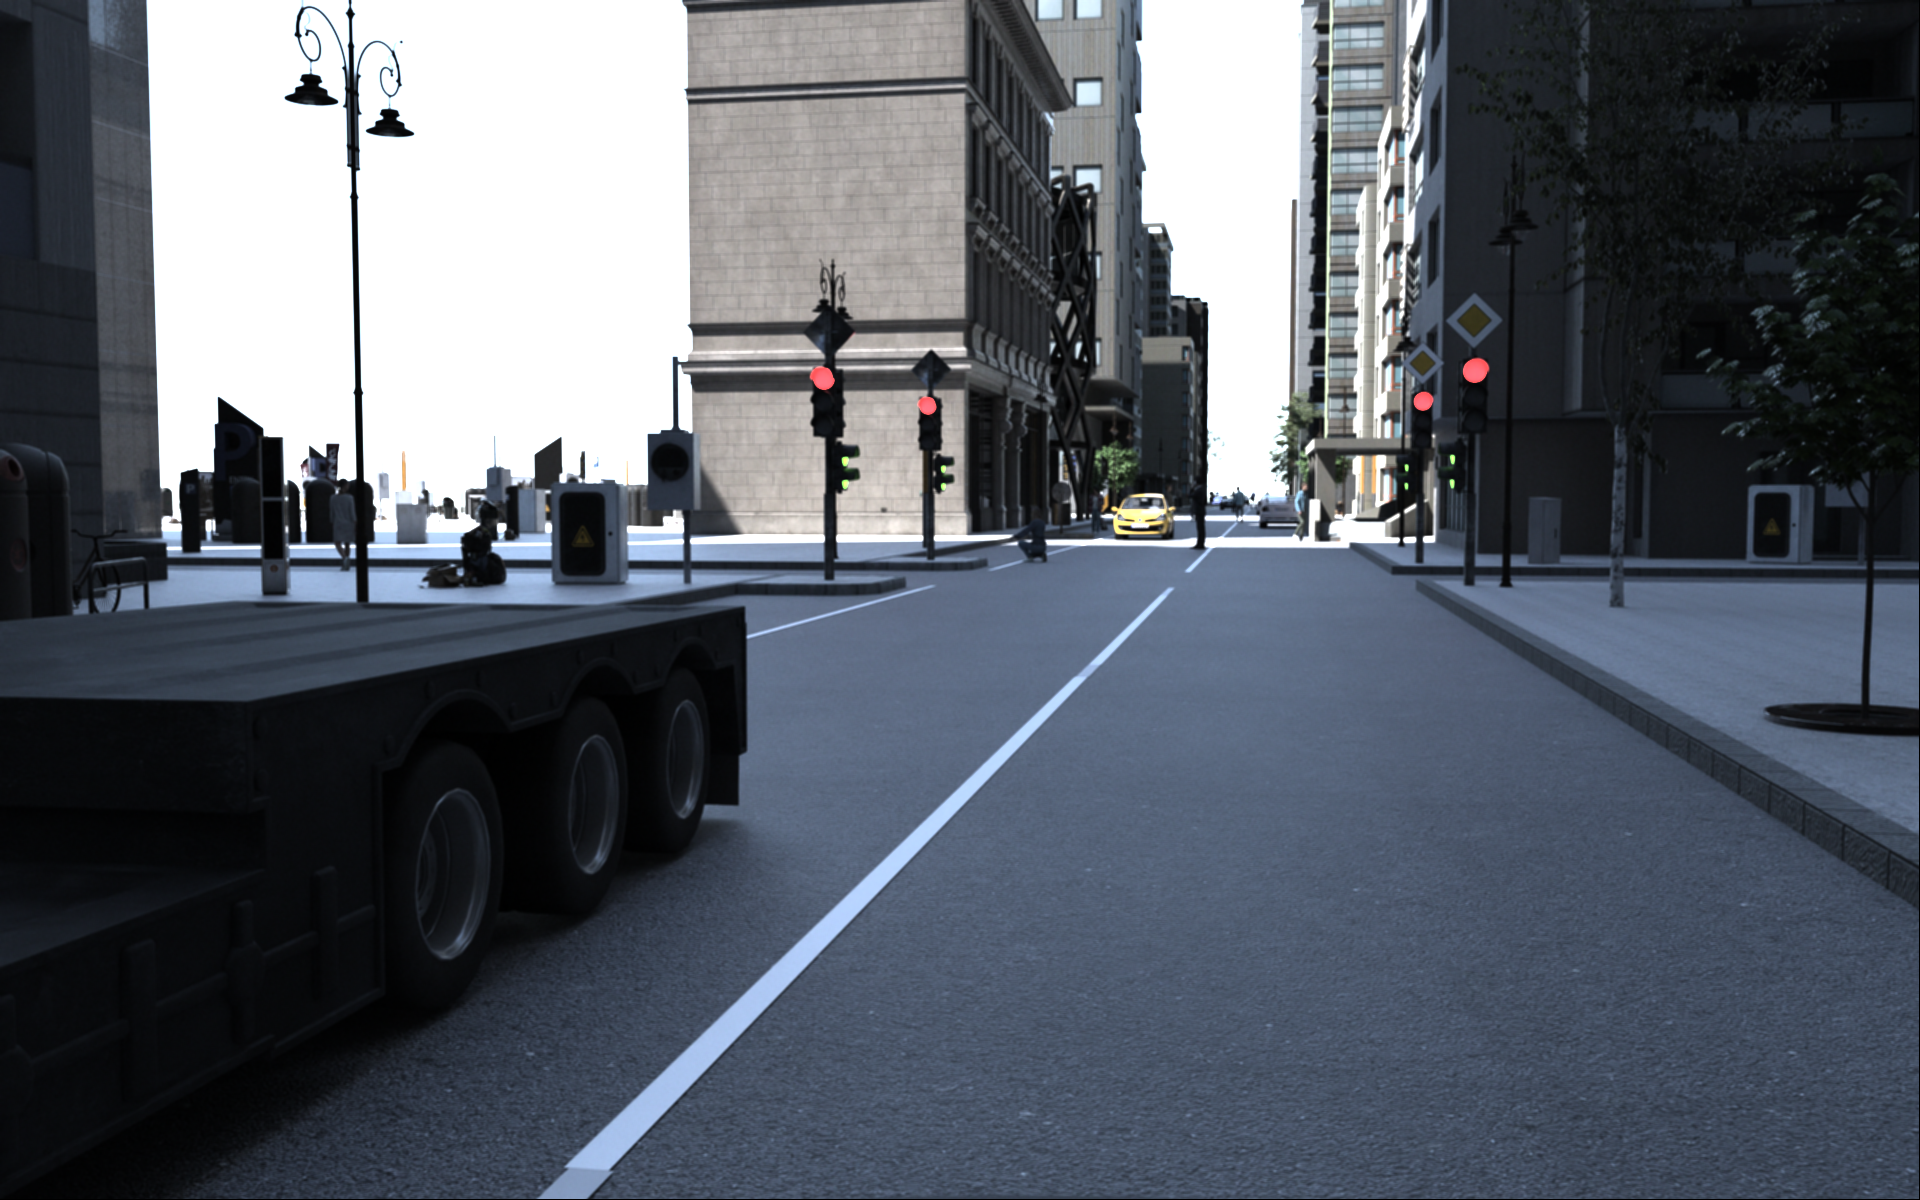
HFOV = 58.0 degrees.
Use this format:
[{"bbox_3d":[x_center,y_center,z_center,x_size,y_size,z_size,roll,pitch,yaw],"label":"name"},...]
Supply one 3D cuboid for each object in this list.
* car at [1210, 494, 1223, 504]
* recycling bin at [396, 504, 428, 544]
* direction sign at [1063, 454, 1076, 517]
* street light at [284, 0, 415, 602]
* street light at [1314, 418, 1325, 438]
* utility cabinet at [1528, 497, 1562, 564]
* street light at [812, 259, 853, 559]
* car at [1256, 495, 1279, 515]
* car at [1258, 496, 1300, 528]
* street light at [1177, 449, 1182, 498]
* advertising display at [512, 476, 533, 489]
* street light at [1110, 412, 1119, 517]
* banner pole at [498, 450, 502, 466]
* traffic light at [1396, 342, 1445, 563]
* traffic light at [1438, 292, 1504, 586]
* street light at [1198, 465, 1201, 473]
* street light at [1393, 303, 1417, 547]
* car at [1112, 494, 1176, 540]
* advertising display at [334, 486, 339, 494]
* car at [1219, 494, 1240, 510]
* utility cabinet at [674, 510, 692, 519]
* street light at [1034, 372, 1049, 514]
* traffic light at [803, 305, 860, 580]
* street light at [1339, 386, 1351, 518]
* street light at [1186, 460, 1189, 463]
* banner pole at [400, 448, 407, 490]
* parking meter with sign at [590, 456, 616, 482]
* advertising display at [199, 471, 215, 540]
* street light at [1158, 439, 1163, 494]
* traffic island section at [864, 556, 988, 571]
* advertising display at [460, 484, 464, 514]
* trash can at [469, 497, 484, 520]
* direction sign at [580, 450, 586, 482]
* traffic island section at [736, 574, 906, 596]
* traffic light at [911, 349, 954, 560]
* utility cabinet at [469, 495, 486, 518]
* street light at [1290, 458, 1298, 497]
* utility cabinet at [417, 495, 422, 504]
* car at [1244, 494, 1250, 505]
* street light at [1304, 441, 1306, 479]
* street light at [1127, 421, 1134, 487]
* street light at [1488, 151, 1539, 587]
[{"bbox_3d":[34.045,-13.434,229.236,1.945,1.707,3.694,1,4,12],"label":"car"},{"bbox_3d":[-14.195,-1.978,44.899,0.722,1.027,0.722,-1,4,-11],"label":"recycling bin"},{"bbox_3d":[6.173,-6.461,97.638,0.876,3.537,0.379,2,4,35],"label":"direction sign"},{"bbox_3d":[-5.692,-2.664,16.344,0.468,5.910,1.993,1,4,10],"label":"street light"},{"bbox_3d":[21.964,-8.128,105.672,0.468,5.910,1.993,1,4,10],"label":"street light"},{"bbox_3d":[10.811,-1.275,32.001,0.306,1.237,1.020,3,4,36],"label":"utility cabinet"},{"bbox_3d":[-2.502,-3.759,34.255,0.468,5.910,1.993,1,4,10],"label":"street light"},{"bbox_3d":[21.435,-6.546,119.381,2.083,1.381,4.827,1,4,12],"label":"car"},{"bbox_3d":[13.803,-3.781,74.188,2.083,1.381,4.827,1,4,11],"label":"car"},{"bbox_3d":[22.021,-12.285,173.651,0.468,5.910,1.993,1,4,10],"label":"street light"},{"bbox_3d":[-15.723,-3.474,62.011,0.123,1.923,0.974,3,5,40],"label":"advertising display"},{"bbox_3d":[8.726,-7.656,97.971,0.468,5.910,1.993,1,4,10],"label":"street light"},{"bbox_3d":[-25.998,-6.603,97.976,0.401,3.779,0.863,0,4,-3],"label":"banner pole"},{"bbox_3d":[8.521,-2.640,32.088,0.839,4.253,0.868,1,4,10],"label":"traffic light"},{"bbox_3d":[7.135,-2.159,24.223,0.839,4.253,0.868,1,4,10],"label":"traffic light"},{"bbox_3d":[30.929,-15.370,224.094,0.468,5.910,1.993,1,4,10],"label":"street light"},{"bbox_3d":[10.793,-4.243,42.163,0.468,5.910,1.993,1,4,10],"label":"street light"},{"bbox_3d":[5.889,-2.750,55.184,2.015,1.641,3.980,1,4,10],"label":"car"},{"bbox_3d":[-29.034,-4.597,80.371,0.123,1.923,0.974,0,4,-2],"label":"advertising display"},{"bbox_3d":[24.828,-9.135,159.146,2.009,1.686,4.222,1,4,12],"label":"car"},{"bbox_3d":[-13.871,-4.826,87.587,1.173,1.500,0.318,-1,4,-21],"label":"utility cabinet"},{"bbox_3d":[3.094,-5.702,66.008,0.468,5.910,1.993,1,4,10],"label":"street light"},{"bbox_3d":[-1.939,-2.256,25.800,0.839,4.253,0.868,1,4,10],"label":"traffic light"},{"bbox_3d":[16.400,-6.185,73.914,0.468,5.910,1.993,1,4,10],"label":"street light"},{"bbox_3d":[25.130,-13.380,191.557,0.468,5.910,1.993,1,4,10],"label":"street light"},{"bbox_3d":[-30.412,-6.403,94.703,0.401,3.779,0.863,-3,5,-44],"label":"banner pole"},{"bbox_3d":[-16.148,-5.097,79.591,0.543,3.016,1.738,3,4,36],"label":"parking meter with sign"},{"bbox_3d":[-21.075,-2.616,47.978,0.123,1.923,0.974,2,4,24],"label":"advertising display"},{"bbox_3d":[16.439,-10.343,141.896,0.468,5.910,1.993,1,4,10],"label":"street light"},{"bbox_3d":[-0.592,-0.705,33.806,2.009,0.180,2.903,1,4,10],"label":"traffic island section"},{"bbox_3d":[-32.291,-6.546,112.246,0.123,1.923,0.974,-1,4,-22],"label":"advertising display"},{"bbox_3d":[-23.684,-4.475,84.823,0.748,1.137,0.748,0,3,0],"label":"trash can"},{"bbox_3d":[-19.394,-5.942,89.153,0.379,3.537,0.876,0,4,2],"label":"direction sign"},{"bbox_3d":[-1.977,-0.224,25.942,2.009,0.180,2.903,1,4,10],"label":"traffic island section"},{"bbox_3d":[-0.554,-2.737,33.665,0.839,4.253,0.868,1,4,10],"label":"traffic light"},{"bbox_3d":[-26.114,-5.061,93.907,1.020,1.237,0.306,1,4,23],"label":"utility cabinet"},{"bbox_3d":[38.485,-13.849,199.210,0.468,5.910,1.993,1,4,10],"label":"street light"},{"bbox_3d":[-32.032,-5.605,102.808,0.306,1.237,1.020,-1,4,-12],"label":"utility cabinet"},{"bbox_3d":[36.131,-12.930,221.184,2.009,1.686,4.222,1,4,11],"label":"car"},{"bbox_3d":[29.665,-10.790,149.200,0.468,5.910,1.993,1,4,10],"label":"street light"},{"bbox_3d":[10.820,-8.401,110.147,0.468,5.910,1.993,1,4,10],"label":"street light"},{"bbox_3d":[7.554,-3.119,23.781,0.468,5.910,1.993,1,4,10],"label":"street light"}]
